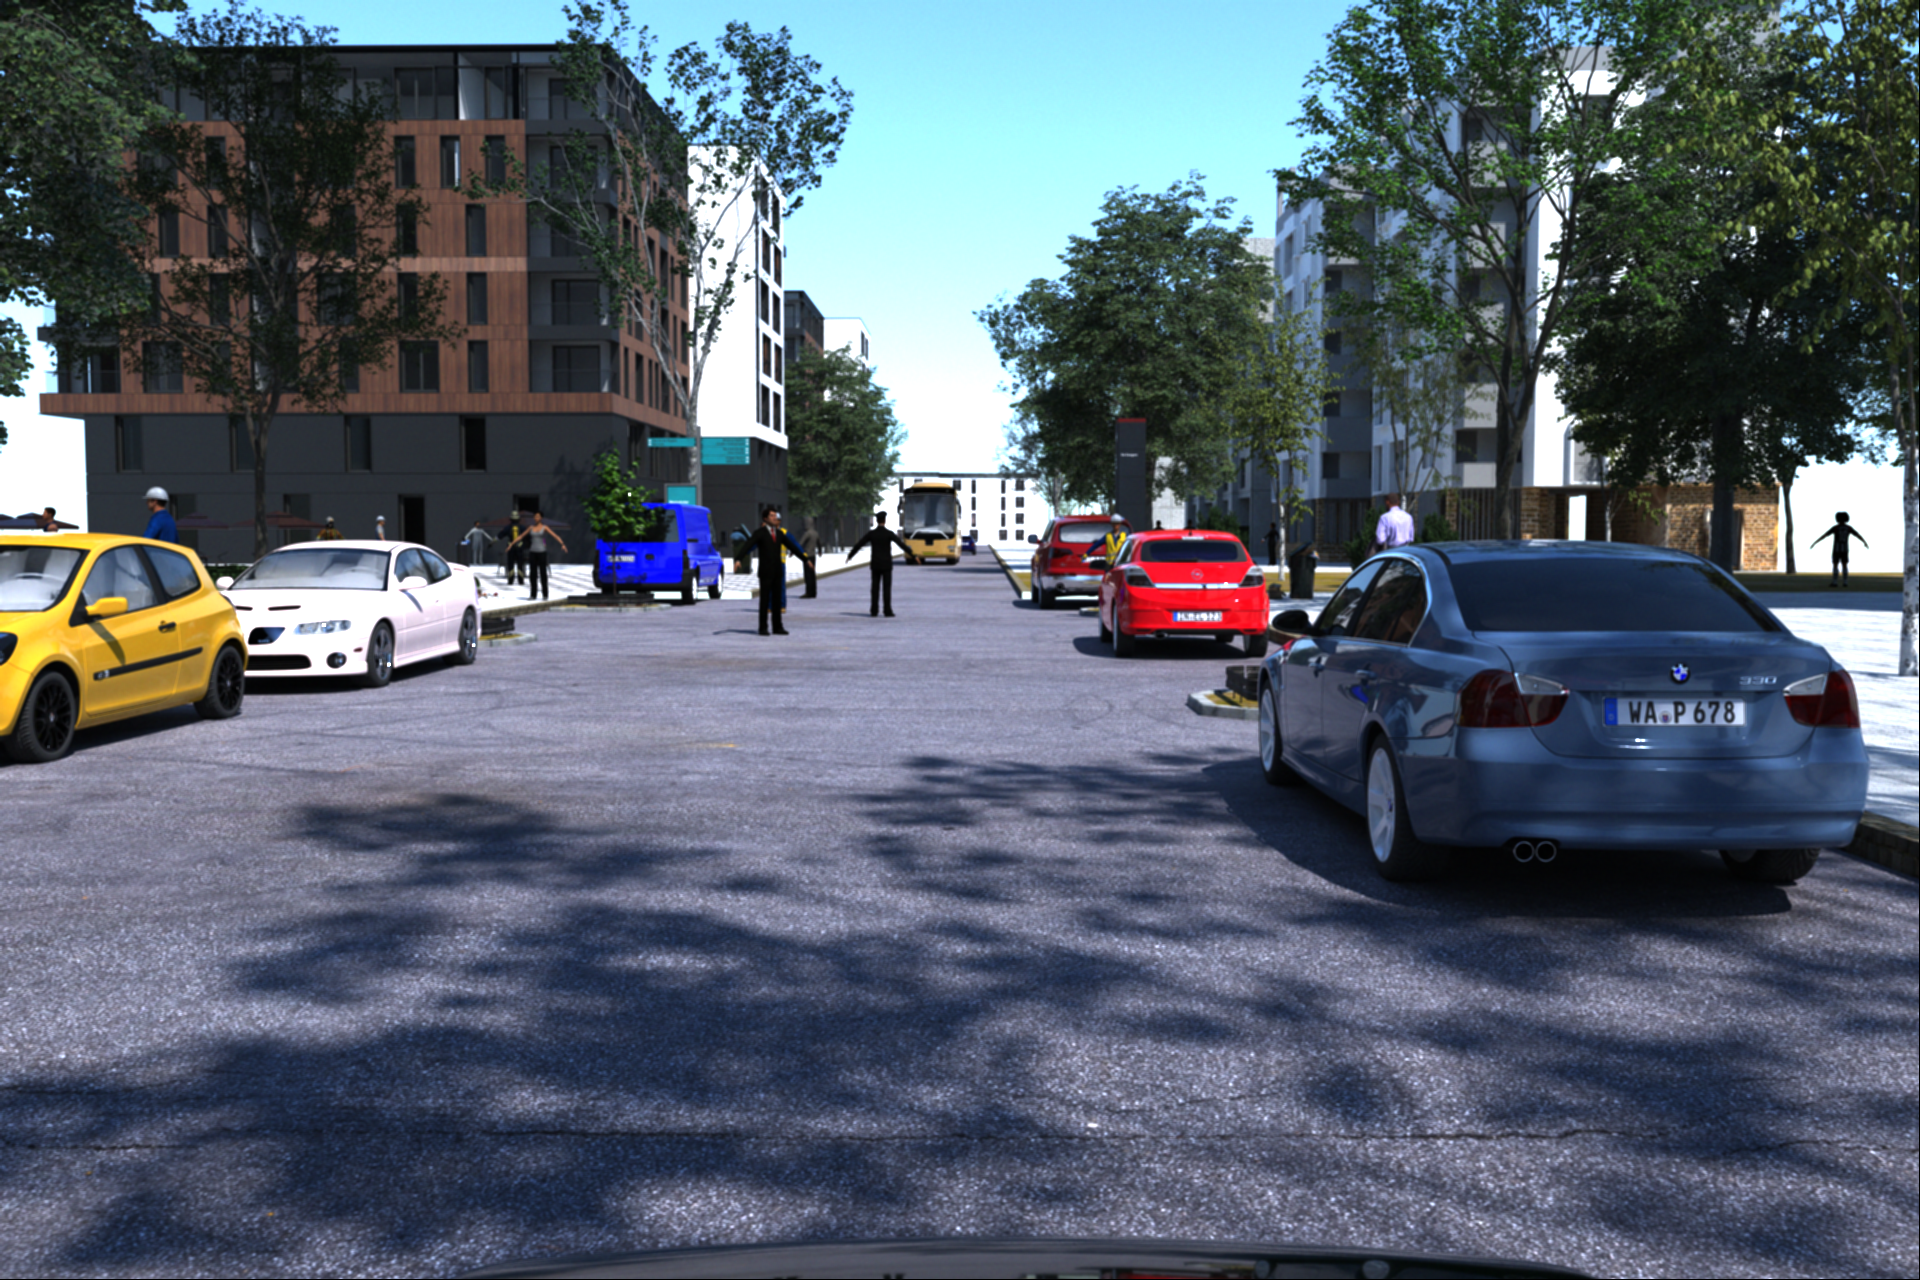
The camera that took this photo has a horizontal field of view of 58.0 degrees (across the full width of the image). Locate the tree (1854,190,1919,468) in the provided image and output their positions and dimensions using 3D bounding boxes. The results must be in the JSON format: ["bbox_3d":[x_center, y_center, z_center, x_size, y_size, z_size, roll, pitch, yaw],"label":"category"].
[{"bbox_3d":[27.592,-7.839,46.292,7.486,12.596,7.792,0,3,0],"label":"tree"}]

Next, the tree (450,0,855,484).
[{"bbox_3d":[-10.730,-12.540,60.924,12.611,20.169,13.585,0,3,0],"label":"tree"}]

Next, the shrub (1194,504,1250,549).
[{"bbox_3d":[6.113,-2.249,41.192,1.690,2.028,1.600,0,3,0],"label":"shrub"}]

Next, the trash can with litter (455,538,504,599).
[{"bbox_3d":[-9.949,-1.489,35.402,1.678,1.210,2.233,0,4,0],"label":"trash can with litter"}]

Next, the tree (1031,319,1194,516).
[{"bbox_3d":[7.077,-9.387,79.232,9.928,11.665,9.643,0,3,0],"label":"tree"}]

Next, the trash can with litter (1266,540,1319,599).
[{"bbox_3d":[6.495,-1.387,34.069,1.055,1.170,0.624,0,4,1],"label":"trash can with litter"}]

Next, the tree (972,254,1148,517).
[{"bbox_3d":[7.478,-16.014,117.710,12.611,20.169,13.585,0,3,0],"label":"tree"}]

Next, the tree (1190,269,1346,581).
[{"bbox_3d":[8.642,-5.923,47.210,4.737,8.622,4.395,0,3,0],"label":"tree"}]

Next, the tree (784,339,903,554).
[{"bbox_3d":[-8.633,-12.577,112.296,9.857,13.997,8.962,0,3,0],"label":"tree"}]

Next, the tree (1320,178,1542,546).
[{"bbox_3d":[9.060,-5.217,35.655,4.360,8.622,3.978,0,3,0],"label":"tree"}]

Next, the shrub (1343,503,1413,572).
[{"bbox_3d":[10.091,-2.278,41.661,1.690,2.028,1.600,0,3,0],"label":"shrub"}]

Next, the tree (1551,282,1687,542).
[{"bbox_3d":[18.958,-6.101,50.112,4.737,8.622,4.395,0,3,0],"label":"tree"}]

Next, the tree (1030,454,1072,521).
[{"bbox_3d":[7.217,-11.747,142.419,4.360,8.622,3.978,0,3,0],"label":"tree"}]

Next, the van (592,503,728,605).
[{"bbox_3d":[-6.258,-1.974,36.662,2.240,2.365,5.245,0,4,1],"label":"van"}]

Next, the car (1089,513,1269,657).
[{"bbox_3d":[2.717,-0.773,21.673,2.155,1.783,4.494,0,4,1],"label":"car"}]

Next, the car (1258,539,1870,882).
[{"bbox_3d":[2.610,0.219,8.428,2.014,1.417,4.499,0,4,0],"label":"car"}]

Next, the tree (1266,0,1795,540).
[{"bbox_3d":[8.898,-6.230,27.616,9.928,11.665,9.643,0,3,0],"label":"tree"}]

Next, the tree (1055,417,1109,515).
[{"bbox_3d":[7.276,-9.242,101.469,4.737,8.622,4.395,0,3,0],"label":"tree"}]

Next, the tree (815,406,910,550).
[{"bbox_3d":[-8.156,-12.994,138.201,9.928,11.665,9.643,0,3,0],"label":"tree"}]

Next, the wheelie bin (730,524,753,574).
[{"bbox_3d":[-6.959,-2.900,55.326,0.693,1.594,0.980,0,4,1],"label":"wheelie bin"}]

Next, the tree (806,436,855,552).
[{"bbox_3d":[-8.410,-10.427,120.847,4.360,8.622,3.978,0,3,0],"label":"tree"}]

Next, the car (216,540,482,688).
[{"bbox_3d":[-6.294,-0.323,17.645,2.083,1.381,4.827,0,4,0],"label":"car"}]

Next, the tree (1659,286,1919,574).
[{"bbox_3d":[26.553,-7.393,55.285,8.767,10.594,7.601,0,4,2],"label":"tree"}]

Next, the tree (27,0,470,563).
[{"bbox_3d":[-12.490,-5.856,30.151,8.767,10.594,7.601,1,4,9],"label":"tree"}]

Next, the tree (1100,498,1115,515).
[{"bbox_3d":[22.356,-18.274,233.187,7.601,10.594,8.767,1,4,9],"label":"tree"}]

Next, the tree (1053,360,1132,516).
[{"bbox_3d":[6.115,-7.414,71.574,4.360,8.622,3.978,0,3,0],"label":"tree"}]

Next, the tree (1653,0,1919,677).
[{"bbox_3d":[8.415,-3.967,15.221,4.737,8.622,4.395,0,3,0],"label":"tree"}]

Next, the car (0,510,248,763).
[{"bbox_3d":[-6.523,-0.113,12.069,2.015,1.641,3.980,0,4,1],"label":"car"}]

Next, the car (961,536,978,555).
[{"bbox_3d":[0.254,-6.527,119.298,1.945,1.354,3.894,0,4,1],"label":"car"}]

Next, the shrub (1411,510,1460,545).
[{"bbox_3d":[14.623,-2.998,53.438,1.690,2.028,1.600,0,3,0],"label":"shrub"}]

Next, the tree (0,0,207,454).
[{"bbox_3d":[-13.048,-6.873,19.037,9.857,13.997,8.962,0,3,0],"label":"tree"}]

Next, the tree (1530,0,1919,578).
[{"bbox_3d":[18.273,-8.242,41.418,9.857,13.997,8.962,0,3,0],"label":"tree"}]

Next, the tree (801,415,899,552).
[{"bbox_3d":[-8.572,-11.787,127.129,8.767,10.594,7.601,0,4,4],"label":"tree"}]

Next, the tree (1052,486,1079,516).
[{"bbox_3d":[14.810,-17.166,231.025,4.360,8.622,3.978,0,3,0],"label":"tree"}]

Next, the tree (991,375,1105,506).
[{"bbox_3d":[7.389,-13.584,132.463,12.009,13.543,11.850,0,3,0],"label":"tree"}]

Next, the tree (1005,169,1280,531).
[{"bbox_3d":[6.467,-9.446,61.094,9.857,13.997,8.962,0,3,0],"label":"tree"}]

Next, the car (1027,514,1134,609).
[{"bbox_3d":[2.516,-1.591,34.689,2.281,1.827,5.304,0,4,0],"label":"car"}]
